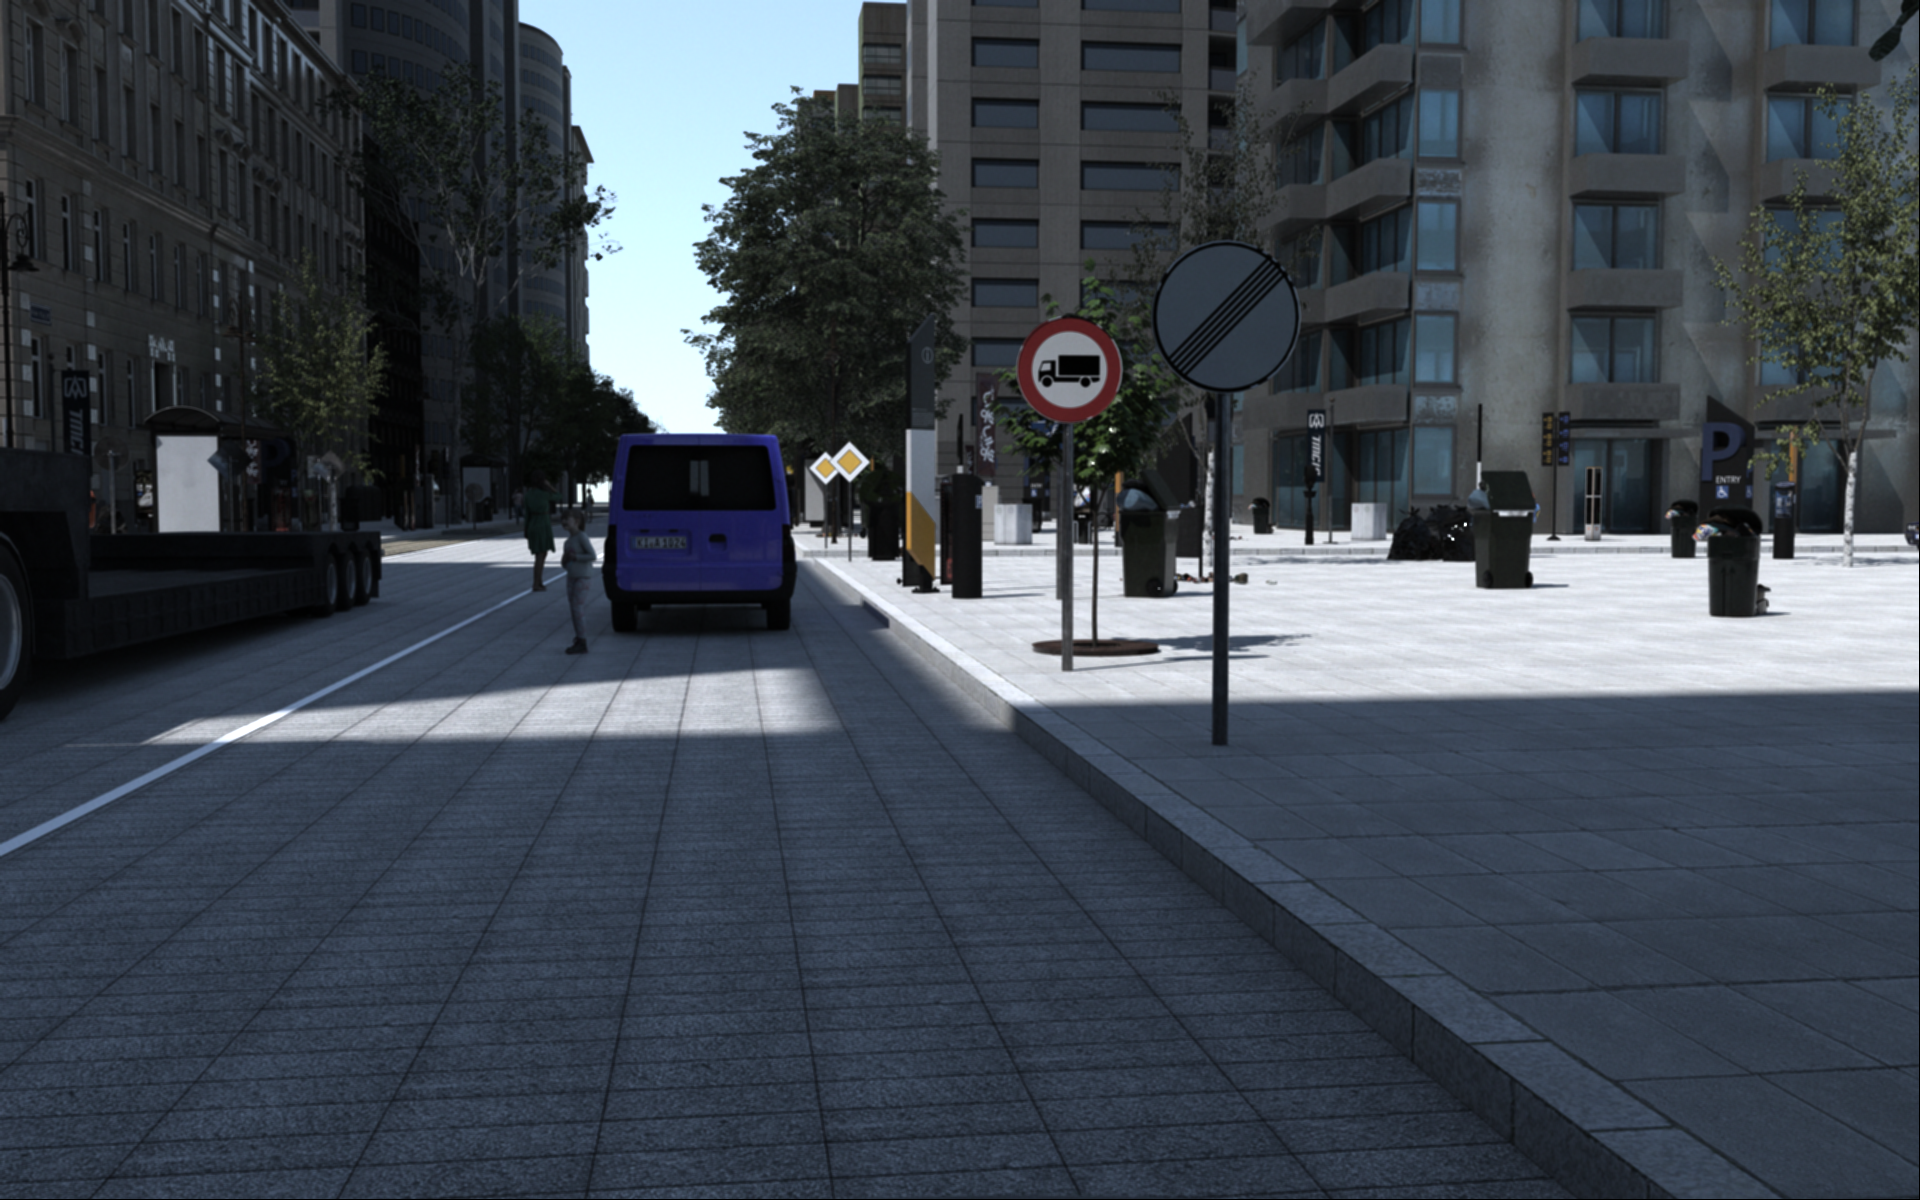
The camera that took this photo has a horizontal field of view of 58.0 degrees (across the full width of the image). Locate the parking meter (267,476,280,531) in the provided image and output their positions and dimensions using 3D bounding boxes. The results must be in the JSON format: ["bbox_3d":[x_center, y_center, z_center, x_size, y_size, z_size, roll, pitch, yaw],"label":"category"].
[{"bbox_3d":[-22.853,-3.180,57.701,0.255,1.863,0.399,1,4,11],"label":"parking meter"}]

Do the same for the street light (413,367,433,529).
[{"bbox_3d":[-19.580,-5.533,63.249,0.468,5.910,1.993,0,4,-8],"label":"street light"}]

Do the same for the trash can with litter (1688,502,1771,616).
[{"bbox_3d":[8.220,-0.428,18.383,0.624,1.170,1.055,3,4,37],"label":"trash can with litter"}]

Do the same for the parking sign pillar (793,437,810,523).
[{"bbox_3d":[-7.114,-5.424,77.148,1.447,3.967,1.447,-1,4,-15],"label":"parking sign pillar"}]

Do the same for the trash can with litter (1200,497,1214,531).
[{"bbox_3d":[8.786,-2.971,59.963,0.624,1.170,1.055,-2,4,-34],"label":"trash can with litter"}]

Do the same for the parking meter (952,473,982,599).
[{"bbox_3d":[0.087,-0.790,21.328,0.372,1.533,0.369,0,3,0],"label":"parking meter"}]

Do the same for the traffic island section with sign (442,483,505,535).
[{"bbox_3d":[-17.294,-3.245,61.681,1.989,1.847,2.006,0,4,-8],"label":"traffic island section with sign"}]

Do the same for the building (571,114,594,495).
[{"bbox_3d":[-66.263,-39.917,241.873,28.713,52.752,27.495,0,4,-8],"label":"building"}]

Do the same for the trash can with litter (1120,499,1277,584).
[{"bbox_3d":[3.562,-0.869,25.270,1.678,1.210,2.233,-3,5,-44],"label":"trash can with litter"}]

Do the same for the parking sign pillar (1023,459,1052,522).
[{"bbox_3d":[3.587,-5.660,81.017,1.447,3.967,1.447,3,5,42],"label":"parking sign pillar"}]

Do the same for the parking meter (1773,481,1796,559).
[{"bbox_3d":[16.296,-1.579,34.235,0.372,1.533,0.369,0,3,0],"label":"parking meter"}]

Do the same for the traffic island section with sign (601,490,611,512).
[{"bbox_3d":[-27.564,-7.913,138.009,1.989,1.847,2.006,0,4,-8],"label":"traffic island section with sign"}]

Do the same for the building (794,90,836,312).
[{"bbox_3d":[-14.174,-43.940,260.420,21.231,58.520,28.212,0,4,-8],"label":"building"}]

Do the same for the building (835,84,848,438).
[{"bbox_3d":[-5.809,-30.178,177.003,14.154,41.232,14.086,0,4,-8],"label":"building"}]

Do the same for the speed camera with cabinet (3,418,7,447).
[{"bbox_3d":[-25.520,-3.093,44.911,2.038,3.252,0.660,0,4,-7],"label":"speed camera with cabinet"}]

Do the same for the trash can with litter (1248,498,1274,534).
[{"bbox_3d":[9.737,-2.719,55.851,0.624,1.170,1.055,2,4,27],"label":"trash can with litter"}]

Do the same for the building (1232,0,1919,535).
[{"bbox_3d":[25.483,-27.178,63.968,30.456,49.044,23.786,0,4,-8],"label":"building"}]

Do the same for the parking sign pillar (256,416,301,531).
[{"bbox_3d":[-23.453,-4.343,59.484,1.447,3.967,1.447,1,4,11],"label":"parking sign pillar"}]

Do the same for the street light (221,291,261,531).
[{"bbox_3d":[-16.357,-4.082,39.529,0.468,5.910,1.993,0,4,-8],"label":"street light"}]

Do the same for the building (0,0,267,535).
[{"bbox_3d":[-32.177,-15.853,56.466,12.463,27.353,25.104,0,4,-8],"label":"building"}]

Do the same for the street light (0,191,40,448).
[{"bbox_3d":[-14.638,-3.294,26.640,0.468,5.910,1.993,0,4,-8],"label":"street light"}]

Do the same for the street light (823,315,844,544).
[{"bbox_3d":[-3.268,-4.406,44.819,0.468,5.910,1.993,0,4,-8],"label":"street light"}]

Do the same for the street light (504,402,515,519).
[{"bbox_3d":[-22.712,-7.004,87.297,0.468,5.910,1.993,0,4,-8],"label":"street light"}]

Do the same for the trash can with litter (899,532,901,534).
[{"bbox_3d":[-1.820,-2.586,53.674,1.055,1.170,0.624,1,4,11],"label":"trash can with litter"}]

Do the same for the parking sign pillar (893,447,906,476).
[{"bbox_3d":[-1.941,-4.695,65.243,1.447,3.967,1.447,3,5,44],"label":"parking sign pillar"}]

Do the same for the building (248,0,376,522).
[{"bbox_3d":[-36.288,-17.386,81.523,12.463,27.353,25.104,0,4,-8],"label":"building"}]

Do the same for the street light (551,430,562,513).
[{"bbox_3d":[-25.866,-8.420,110.451,0.468,5.910,1.993,0,4,-8],"label":"street light"}]

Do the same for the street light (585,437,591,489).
[{"bbox_3d":[-29.706,-10.148,138.708,0.468,5.910,1.993,0,4,-8],"label":"street light"}]

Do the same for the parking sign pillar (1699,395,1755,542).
[{"bbox_3d":[20.738,-3.570,46.846,1.447,3.967,1.447,-3,4,-37],"label":"parking sign pillar"}]

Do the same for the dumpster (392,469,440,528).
[{"bbox_3d":[-20.705,-3.879,65.917,1.502,2.255,1.985,0,4,-8],"label":"dumpster"}]

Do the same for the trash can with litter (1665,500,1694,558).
[{"bbox_3d":[14.583,-1.445,35.012,0.624,1.170,1.055,1,4,22],"label":"trash can with litter"}]

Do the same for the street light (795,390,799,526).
[{"bbox_3d":[-6.475,-5.854,68.495,0.468,5.910,1.993,0,4,-8],"label":"street light"}]

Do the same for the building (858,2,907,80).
[{"bbox_3d":[-1.803,-28.468,149.053,14.154,41.232,14.086,0,4,-8],"label":"building"}]

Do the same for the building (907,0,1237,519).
[{"bbox_3d":[7.378,-34.235,101.736,21.231,58.520,28.212,0,4,-8],"label":"building"}]

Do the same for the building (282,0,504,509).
[{"bbox_3d":[-50.958,-37.333,152.388,21.231,58.520,28.212,0,4,-8],"label":"building"}]

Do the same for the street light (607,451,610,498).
[{"bbox_3d":[-32.786,-11.565,161.873,0.468,5.910,1.993,0,4,-8],"label":"street light"}]

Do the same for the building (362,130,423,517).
[{"bbox_3d":[-39.510,-16.658,102.044,12.332,23.373,15.834,0,4,-8],"label":"building"}]

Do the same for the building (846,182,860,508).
[{"bbox_3d":[-3.791,-23.952,163.311,14.160,30.474,14.107,0,4,-8],"label":"building"}]

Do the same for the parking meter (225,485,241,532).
[{"bbox_3d":[-19.548,-2.336,46.603,0.372,1.533,0.369,0,3,0],"label":"parking meter"}]

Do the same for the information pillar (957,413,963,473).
[{"bbox_3d":[0.004,-3.623,50.594,0.183,3.616,0.504,-1,4,-10],"label":"information pillar"}]

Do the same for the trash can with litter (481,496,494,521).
[{"bbox_3d":[-22.434,-4.285,81.440,1.055,1.170,0.624,2,4,31],"label":"trash can with litter"}]

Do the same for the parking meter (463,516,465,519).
[{"bbox_3d":[-25.891,-4.984,89.903,0.372,1.533,0.369,0,3,0],"label":"parking meter"}]

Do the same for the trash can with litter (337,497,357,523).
[{"bbox_3d":[-27.582,-4.069,77.915,1.055,1.170,0.624,-1,4,-22],"label":"trash can with litter"}]

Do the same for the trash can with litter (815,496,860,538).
[{"bbox_3d":[-3.577,-2.513,52.140,1.678,1.210,2.233,2,4,26],"label":"trash can with litter"}]

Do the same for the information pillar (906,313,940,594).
[{"bbox_3d":[-0.497,-1.895,22.335,0.183,3.616,0.504,3,5,40],"label":"information pillar"}]

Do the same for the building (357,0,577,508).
[{"bbox_3d":[-59.789,-41.132,214.514,21.231,58.520,28.212,0,4,-8],"label":"building"}]

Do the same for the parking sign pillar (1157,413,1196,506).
[{"bbox_3d":[7.222,-4.244,57.869,1.447,3.967,1.447,3,4,39],"label":"parking sign pillar"}]

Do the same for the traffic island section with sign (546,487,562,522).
[{"bbox_3d":[-20.895,-4.879,88.395,1.989,1.847,2.006,0,4,-8],"label":"traffic island section with sign"}]

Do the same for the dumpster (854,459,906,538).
[{"bbox_3d":[-2.210,-2.875,49.499,1.502,2.255,1.985,0,4,-8],"label":"dumpster"}]
